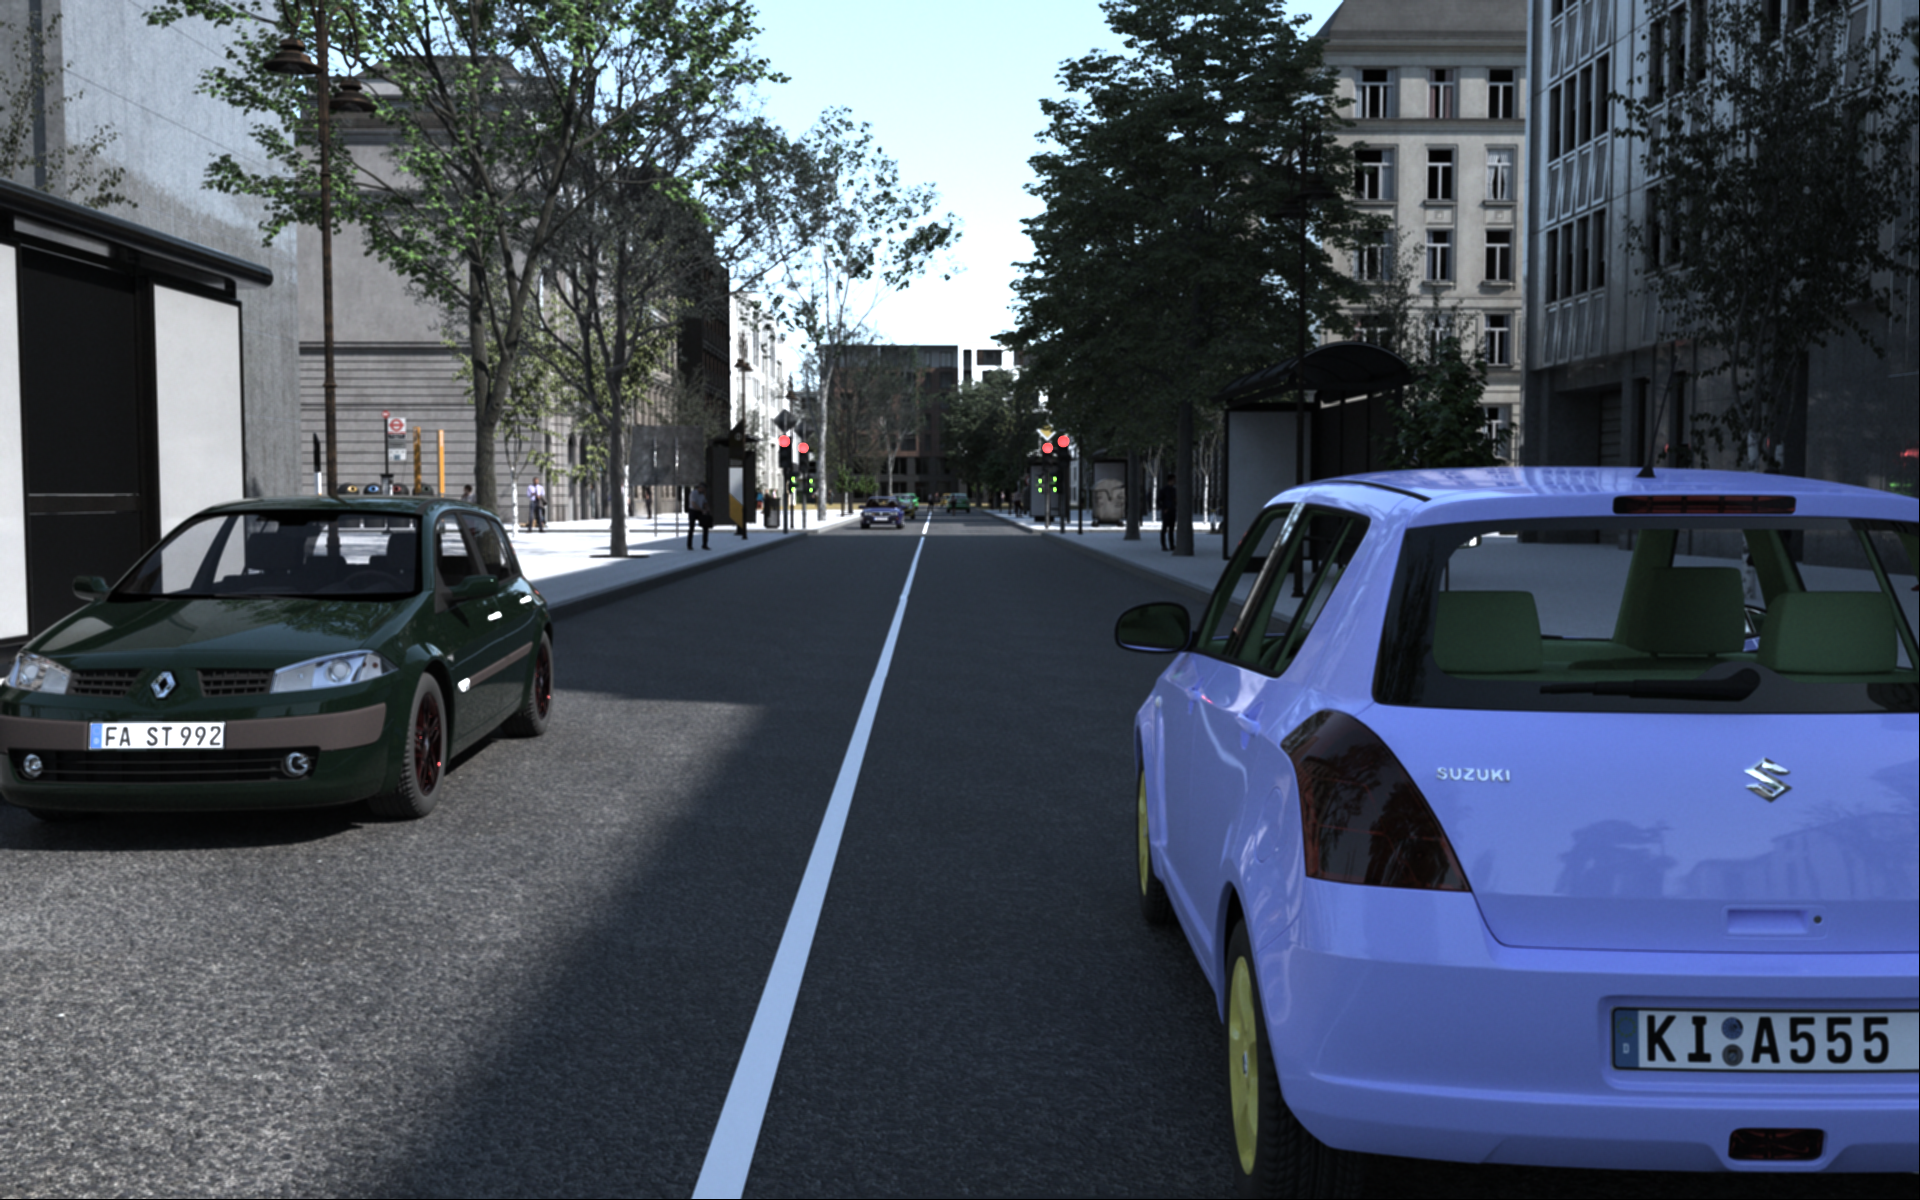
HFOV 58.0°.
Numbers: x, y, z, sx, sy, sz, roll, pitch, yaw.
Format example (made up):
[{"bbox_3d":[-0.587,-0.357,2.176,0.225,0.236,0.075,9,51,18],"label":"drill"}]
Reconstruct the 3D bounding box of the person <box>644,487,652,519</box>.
[{"bbox_3d":[-16.085,-5.001,89.283,0.415,1.643,0.593,-1,4,-17],"label":"person"}]

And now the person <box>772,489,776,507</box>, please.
[{"bbox_3d":[-14.473,-7.854,135.388,0.436,1.711,0.756,-1,4,-9],"label":"person"}]

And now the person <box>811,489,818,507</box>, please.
[{"bbox_3d":[-13.751,-9.804,167.066,1.217,1.736,0.721,-1,4,-11],"label":"person"}]

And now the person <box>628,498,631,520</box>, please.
[{"bbox_3d":[-14.197,-3.977,73.283,0.590,1.554,0.614,3,4,37],"label":"person"}]

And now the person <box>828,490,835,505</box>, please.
[{"bbox_3d":[-15.668,-12.501,210.523,0.705,1.814,1.350,-3,4,-36],"label":"person"}]

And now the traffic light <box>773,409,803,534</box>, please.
[{"bbox_3d":[-5.642,-4.089,56.102,0.839,4.213,0.868,0,4,-1],"label":"traffic light"}]

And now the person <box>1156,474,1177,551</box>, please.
[{"bbox_3d":[4.777,-1.983,39.175,0.504,1.737,0.576,3,5,43],"label":"person"}]

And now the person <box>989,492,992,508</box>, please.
[{"bbox_3d":[2.722,-9.029,153.756,0.705,1.812,1.348,0,4,7],"label":"person"}]

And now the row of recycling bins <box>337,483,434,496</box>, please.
[{"bbox_3d":[-21.755,-3.577,65.596,3.534,1.692,1.069,-1,4,-15],"label":"row of recycling bins"}]

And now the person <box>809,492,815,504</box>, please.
[{"bbox_3d":[-18.745,-12.942,220.814,1.217,1.736,0.721,2,4,30],"label":"person"}]

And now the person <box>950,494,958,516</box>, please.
[{"bbox_3d":[-0.451,-6.314,114.925,0.628,1.438,0.799,-2,4,-25],"label":"person"}]

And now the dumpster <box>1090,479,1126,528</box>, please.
[{"bbox_3d":[5.738,-3.744,66.971,1.264,1.857,1.865,0,4,-1],"label":"dumpster"}]

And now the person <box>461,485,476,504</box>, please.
[{"bbox_3d":[-13.066,-2.305,46.200,0.523,1.526,0.387,1,4,10],"label":"person"}]

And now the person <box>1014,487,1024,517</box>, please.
[{"bbox_3d":[3.270,-5.394,95.695,0.566,1.644,0.517,0,4,4],"label":"person"}]

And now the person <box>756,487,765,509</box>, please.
[{"bbox_3d":[-17.418,-8.791,149.399,1.348,1.869,0.705,-1,4,-15],"label":"person"}]

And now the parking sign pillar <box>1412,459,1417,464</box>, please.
[{"bbox_3d":[16.873,-4.718,65.613,1.447,3.967,1.447,-1,4,-14],"label":"parking sign pillar"}]

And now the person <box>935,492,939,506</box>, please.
[{"bbox_3d":[-2.717,-11.866,203.977,0.415,1.643,0.593,0,4,4],"label":"person"}]

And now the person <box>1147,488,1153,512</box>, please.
[{"bbox_3d":[13.272,-6.977,121.036,0.541,1.710,0.530,-2,4,-31],"label":"person"}]

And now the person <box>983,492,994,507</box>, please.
[{"bbox_3d":[3.015,-10.339,175.092,1.348,1.822,0.705,2,4,26],"label":"person"}]

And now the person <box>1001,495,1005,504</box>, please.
[{"bbox_3d":[5.253,-12.855,219.622,0.756,1.711,0.436,3,5,44],"label":"person"}]

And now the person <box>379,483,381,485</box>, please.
[{"bbox_3d":[-24.579,-4.079,73.410,0.551,1.740,0.621,1,4,18],"label":"person"}]

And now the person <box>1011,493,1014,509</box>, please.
[{"bbox_3d":[4.707,-8.813,150.665,0.750,1.759,0.617,1,4,18],"label":"person"}]

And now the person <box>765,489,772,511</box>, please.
[{"bbox_3d":[-10.798,-5.459,97.570,0.388,1.546,0.482,-1,4,-15],"label":"person"}]

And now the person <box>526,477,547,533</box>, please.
[{"bbox_3d":[-13.873,-3.108,56.734,0.709,1.838,0.599,-2,4,-28],"label":"person"}]

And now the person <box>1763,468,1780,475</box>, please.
[{"bbox_3d":[8.630,-0.614,18.291,0.590,1.554,0.614,-1,4,-16],"label":"person"}]

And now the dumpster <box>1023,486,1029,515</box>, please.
[{"bbox_3d":[4.562,-6.230,107.626,1.264,1.857,1.865,0,4,-1],"label":"dumpster"}]

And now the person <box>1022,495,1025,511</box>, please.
[{"bbox_3d":[4.812,-7.390,128.938,0.319,1.574,0.516,1,4,18],"label":"person"}]

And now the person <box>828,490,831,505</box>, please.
[{"bbox_3d":[-15.463,-12.108,204.529,0.721,1.766,1.217,-1,4,-9],"label":"person"}]

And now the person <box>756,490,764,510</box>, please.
[{"bbox_3d":[-15.808,-7.897,136.860,0.593,1.614,0.444,1,4,21],"label":"person"}]

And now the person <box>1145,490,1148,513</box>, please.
[{"bbox_3d":[12.672,-6.760,118.631,0.319,1.574,0.516,-2,4,-24],"label":"person"}]

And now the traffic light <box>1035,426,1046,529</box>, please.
[{"bbox_3d":[3.210,-4.586,64.224,0.839,4.213,0.868,0,4,-1],"label":"traffic light"}]

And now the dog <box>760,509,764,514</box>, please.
[{"bbox_3d":[-12.849,-5.794,112.459,0.748,0.427,0.550,-2,4,-35],"label":"dog"}]

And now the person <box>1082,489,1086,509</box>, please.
[{"bbox_3d":[10.585,-8.648,148.225,0.721,1.735,1.217,0,4,-7],"label":"person"}]

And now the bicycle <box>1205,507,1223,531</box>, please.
[{"bbox_3d":[8.288,-2.655,56.634,0.635,0.972,1.543,1,4,13],"label":"bicycle"}]

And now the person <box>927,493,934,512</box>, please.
[{"bbox_3d":[-2.321,-7.775,137.828,0.590,1.554,0.614,-1,4,-10],"label":"person"}]

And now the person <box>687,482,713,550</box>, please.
[{"bbox_3d":[-5.977,-1.932,39.841,0.590,1.554,0.614,2,4,30],"label":"person"}]

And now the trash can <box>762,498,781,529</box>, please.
[{"bbox_3d":[-7.008,-3.231,64.482,0.748,1.137,0.748,0,3,0],"label":"trash can"}]

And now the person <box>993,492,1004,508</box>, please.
[{"bbox_3d":[3.574,-9.424,160.946,1.217,1.723,0.721,-2,4,-28],"label":"person"}]

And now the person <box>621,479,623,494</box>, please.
[{"bbox_3d":[-9.305,-2.505,47.931,0.436,1.711,0.756,1,4,15],"label":"person"}]

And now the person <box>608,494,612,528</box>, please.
[{"bbox_3d":[-12.888,-3.457,64.626,0.516,1.574,0.319,2,4,29],"label":"person"}]

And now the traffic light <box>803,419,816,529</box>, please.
[{"bbox_3d":[-5.750,-4.578,64.087,0.839,4.213,0.868,0,4,-1],"label":"traffic light"}]

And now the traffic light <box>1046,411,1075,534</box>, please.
[{"bbox_3d":[3.318,-4.098,56.240,0.839,4.213,0.868,0,4,-1],"label":"traffic light"}]
